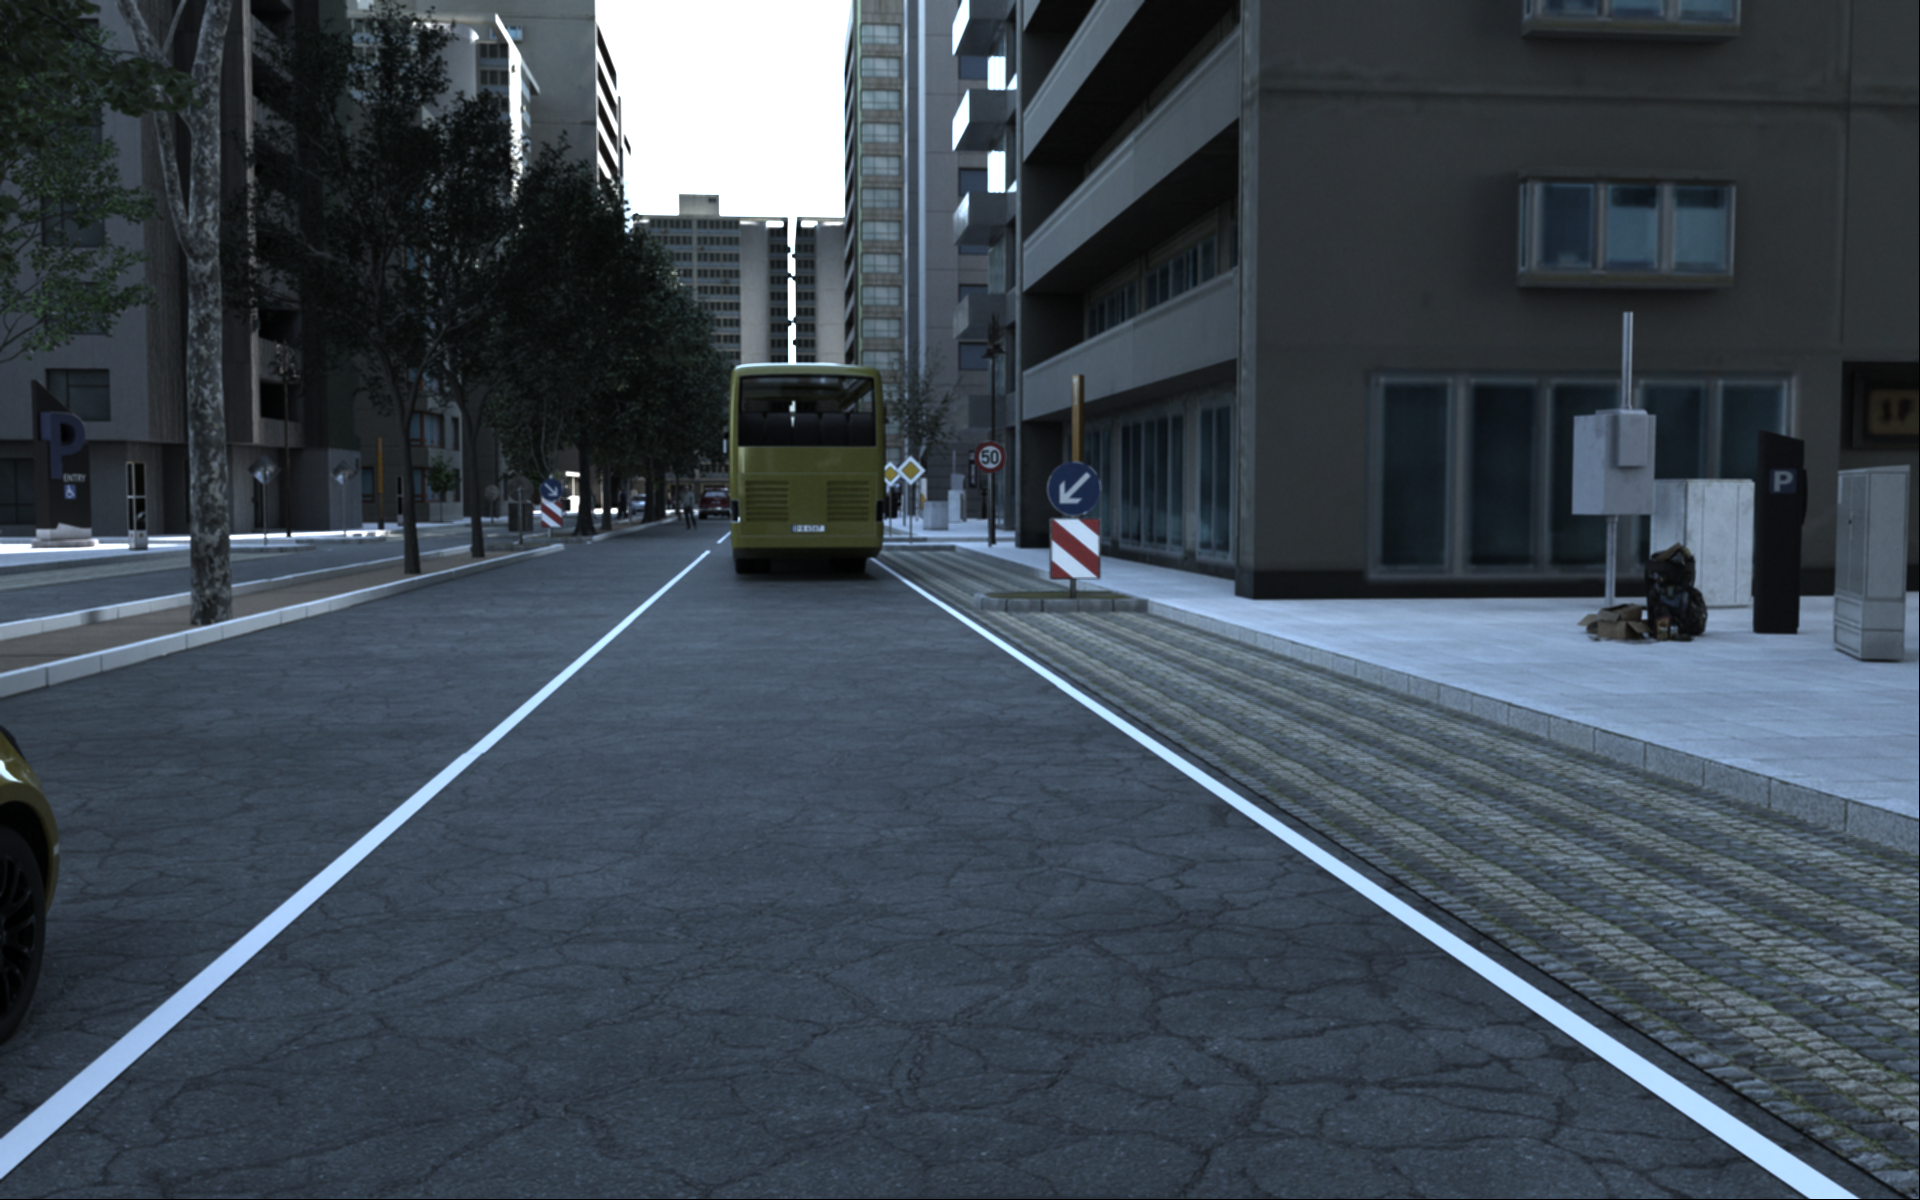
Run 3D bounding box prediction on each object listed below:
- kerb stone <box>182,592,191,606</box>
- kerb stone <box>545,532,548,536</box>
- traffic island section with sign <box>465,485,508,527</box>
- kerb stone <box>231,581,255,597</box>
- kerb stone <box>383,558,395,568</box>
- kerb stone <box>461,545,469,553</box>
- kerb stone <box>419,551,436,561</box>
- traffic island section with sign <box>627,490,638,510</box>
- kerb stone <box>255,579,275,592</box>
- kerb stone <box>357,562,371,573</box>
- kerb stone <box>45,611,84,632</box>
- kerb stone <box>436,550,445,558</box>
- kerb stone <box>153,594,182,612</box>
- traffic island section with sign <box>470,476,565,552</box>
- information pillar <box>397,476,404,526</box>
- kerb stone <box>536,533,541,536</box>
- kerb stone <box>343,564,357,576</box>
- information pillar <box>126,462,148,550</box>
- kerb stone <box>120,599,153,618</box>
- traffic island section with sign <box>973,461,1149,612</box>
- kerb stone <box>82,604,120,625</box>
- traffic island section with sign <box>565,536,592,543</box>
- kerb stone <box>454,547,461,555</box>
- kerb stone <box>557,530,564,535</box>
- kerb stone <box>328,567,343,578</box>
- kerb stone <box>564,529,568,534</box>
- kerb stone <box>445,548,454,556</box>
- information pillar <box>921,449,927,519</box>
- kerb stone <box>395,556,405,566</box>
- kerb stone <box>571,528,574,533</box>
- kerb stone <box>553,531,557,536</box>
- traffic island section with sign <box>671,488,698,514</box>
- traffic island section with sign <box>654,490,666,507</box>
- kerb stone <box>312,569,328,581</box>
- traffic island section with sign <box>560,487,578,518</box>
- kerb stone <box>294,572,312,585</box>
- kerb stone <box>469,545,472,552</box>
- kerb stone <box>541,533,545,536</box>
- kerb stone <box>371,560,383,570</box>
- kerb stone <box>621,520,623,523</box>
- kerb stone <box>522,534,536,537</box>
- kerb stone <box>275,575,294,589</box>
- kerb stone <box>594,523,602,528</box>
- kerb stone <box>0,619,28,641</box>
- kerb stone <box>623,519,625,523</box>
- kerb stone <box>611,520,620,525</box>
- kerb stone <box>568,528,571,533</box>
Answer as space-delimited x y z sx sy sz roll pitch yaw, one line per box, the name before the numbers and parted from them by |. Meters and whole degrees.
kerb stone | -9.975 -0.011 22.370 0.120 0.150 1.000 0 4 -6
kerb stone | -13.623 -2.101 56.549 0.120 0.150 1.000 0 4 -6
traffic island section with sign | -20.386 -4.084 75.398 1.989 1.847 2.006 0 4 -6
kerb stone | -10.191 -0.135 24.409 0.120 0.150 1.000 0 4 -6
kerb stone | -11.170 -0.696 33.574 0.120 0.150 1.000 0 4 -6
kerb stone | -12.046 -1.194 41.724 0.120 0.150 1.000 0 4 -6
kerb stone | -11.610 -0.938 37.641 0.120 0.150 1.000 0 4 -6
traffic island section with sign | -28.578 -8.776 152.120 1.989 1.847 2.006 0 4 -6
kerb stone | -10.305 -0.198 25.430 0.120 0.150 1.000 0 4 -6
kerb stone | -10.954 -0.571 31.534 0.120 0.150 1.000 0 4 -6
kerb stone | -9.541 0.245 18.295 0.120 0.150 1.000 0 4 -6
kerb stone | -11.714 -1.007 38.659 0.120 0.150 1.000 0 4 -6
kerb stone | -9.864 0.051 21.354 0.120 0.150 1.000 0 4 -6
traffic island section with sign | -11.213 -2.183 43.836 2.006 1.907 1.989 0 4 -6
information pillar | -22.285 -3.960 69.232 0.304 2.012 0.304 2 4 26
kerb stone | -13.403 -1.974 54.509 0.120 0.150 1.000 0 4 -6
kerb stone | -10.849 -0.505 30.514 0.120 0.150 1.000 0 4 -6
information pillar | -18.794 -2.145 39.559 0.304 2.012 0.304 3 4 37
kerb stone | -9.754 0.114 20.338 0.120 0.150 1.000 0 4 -6
traffic island section with sign | 1.201 -0.804 21.780 1.989 1.847 2.006 0 4 -6
kerb stone | -9.651 0.178 19.313 0.120 0.150 1.000 0 4 -6
traffic island section with sign | -11.990 -2.634 51.203 2.006 1.907 1.989 0 4 -6
kerb stone | -11.936 -1.132 40.708 0.120 0.150 1.000 0 4 -6
kerb stone | -14.064 -2.351 60.626 0.120 0.150 1.000 0 4 -6
kerb stone | -10.736 -0.447 29.497 0.120 0.150 1.000 0 4 -6
kerb stone | -14.169 -2.410 61.643 0.120 0.150 1.000 0 4 -6
kerb stone | -11.817 -1.066 39.678 0.120 0.150 1.000 0 4 -6
information pillar | -1.863 -5.996 89.387 0.183 3.616 0.504 2 4 30
kerb stone | -11.281 -0.757 34.590 0.120 0.150 1.000 0 4 -6
kerb stone | -14.389 -2.534 63.682 0.120 0.150 1.000 0 4 -6
kerb stone | -13.846 -2.226 58.585 0.120 0.150 1.000 0 4 -6
traffic island section with sign | -19.979 -7.204 125.917 2.006 1.907 1.989 0 4 -6
traffic island section with sign | -31.441 -10.416 178.923 1.989 1.847 2.006 0 4 -6
kerb stone | -10.629 -0.383 28.479 0.120 0.150 1.000 0 4 -6
traffic island section with sign | -23.257 -5.723 102.201 1.989 1.847 2.006 0 4 -6
kerb stone | -10.516 -0.322 27.463 0.120 0.150 1.000 0 4 -6
kerb stone | -12.153 -1.257 42.741 0.120 0.150 1.000 0 4 -6
kerb stone | -13.519 -2.037 55.525 0.120 0.150 1.000 0 4 -6
kerb stone | -11.061 -0.628 32.555 0.120 0.150 1.000 0 4 -6
kerb stone | -16.568 -3.783 84.064 0.120 0.150 1.000 0 4 -6
kerb stone | -13.305 -1.914 53.486 0.120 0.150 1.000 0 4 -6
kerb stone | -10.411 -0.250 26.447 0.120 0.150 1.000 0 4 -6
kerb stone | -15.590 -3.220 74.890 0.120 0.150 1.000 0 4 -6
kerb stone | -9.428 0.301 17.279 0.120 0.150 1.000 0 4 -6
kerb stone | -16.674 -3.846 85.080 0.120 0.150 1.000 0 4 -6
kerb stone | -16.346 -3.655 82.019 0.120 0.150 1.000 0 4 -6
kerb stone | -14.281 -2.475 62.665 0.120 0.150 1.000 0 4 -6
